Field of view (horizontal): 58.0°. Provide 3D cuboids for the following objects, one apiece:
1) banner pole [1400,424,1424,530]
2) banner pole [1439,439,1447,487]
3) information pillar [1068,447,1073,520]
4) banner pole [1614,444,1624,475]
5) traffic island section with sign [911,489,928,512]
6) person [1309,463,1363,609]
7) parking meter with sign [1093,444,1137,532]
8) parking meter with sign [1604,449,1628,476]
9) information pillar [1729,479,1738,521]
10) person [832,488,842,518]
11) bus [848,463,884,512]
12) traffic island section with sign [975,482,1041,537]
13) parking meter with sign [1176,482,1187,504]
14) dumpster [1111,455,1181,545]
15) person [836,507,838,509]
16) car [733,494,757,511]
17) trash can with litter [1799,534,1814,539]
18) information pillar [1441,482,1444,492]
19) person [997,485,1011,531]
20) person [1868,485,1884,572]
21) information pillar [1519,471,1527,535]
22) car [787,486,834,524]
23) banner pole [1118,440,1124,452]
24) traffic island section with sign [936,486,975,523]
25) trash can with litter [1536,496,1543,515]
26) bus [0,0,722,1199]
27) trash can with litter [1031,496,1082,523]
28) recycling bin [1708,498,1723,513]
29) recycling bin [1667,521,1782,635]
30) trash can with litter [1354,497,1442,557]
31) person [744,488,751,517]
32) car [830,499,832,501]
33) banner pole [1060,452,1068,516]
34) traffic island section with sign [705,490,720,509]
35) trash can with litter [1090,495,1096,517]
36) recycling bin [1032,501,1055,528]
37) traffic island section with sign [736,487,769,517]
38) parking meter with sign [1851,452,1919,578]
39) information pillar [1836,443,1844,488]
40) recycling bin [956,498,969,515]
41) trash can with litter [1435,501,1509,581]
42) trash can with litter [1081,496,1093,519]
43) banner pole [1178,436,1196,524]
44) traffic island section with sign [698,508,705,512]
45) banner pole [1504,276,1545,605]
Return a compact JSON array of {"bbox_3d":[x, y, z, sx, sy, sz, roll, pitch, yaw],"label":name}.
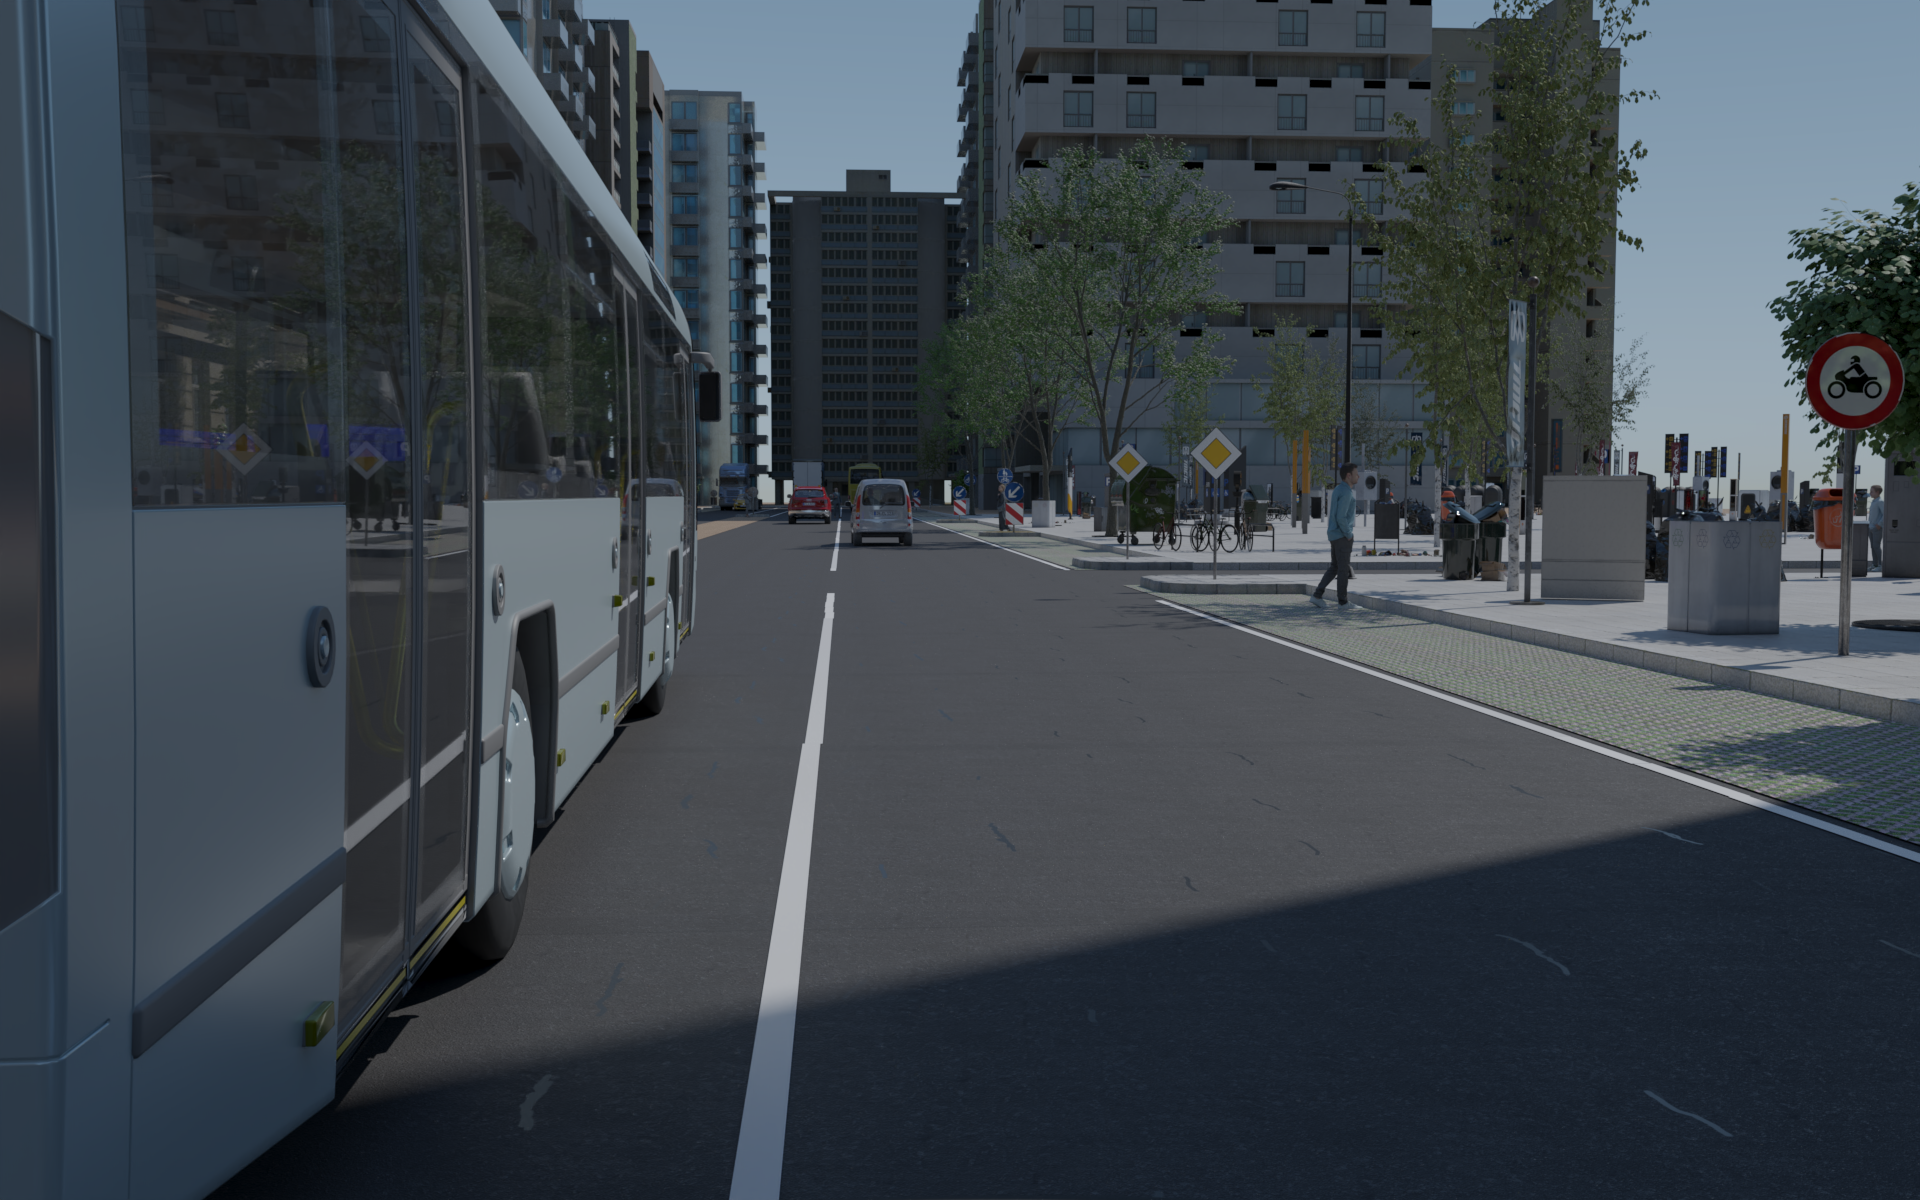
[{"bbox_3d":[16.098,-4.383,61.681,0.863,3.779,0.401,-1,4,-15],"label":"banner pole"},{"bbox_3d":[21.843,-5.405,78.387,0.401,3.779,0.863,-1,4,-12],"label":"banner pole"},{"bbox_3d":[5.513,-5.832,86.706,0.183,3.616,0.504,1,4,20],"label":"information pillar"},{"bbox_3d":[32.967,-5.914,86.706,0.863,3.779,0.401,-2,4,-30],"label":"banner pole"},{"bbox_3d":[-3.554,-7.759,135.486,1.989,1.847,2.006,0,4,-4],"label":"traffic island section with sign"},{"bbox_3d":[4.688,-0.798,21.568,0.620,1.820,0.660,0,4,-4],"label":"person"},{"bbox_3d":[5.300,-3.869,59.511,0.543,3.016,1.738,3,5,45],"label":"parking meter with sign"},{"bbox_3d":[25.908,-4.364,67.605,1.738,3.016,0.543,-1,4,-10],"label":"parking meter with sign"},{"bbox_3d":[37.199,-4.818,83.272,0.304,2.012,0.304,3,4,38],"label":"information pillar"},{"bbox_3d":[-7.413,-5.867,104.601,0.661,1.801,0.590,-2,4,-28],"label":"person"},{"bbox_3d":[-7.508,-8.999,138.680,2.896,3.916,12.252,0,4,-2],"label":"bus"},{"bbox_3d":[1.647,-3.051,58.505,1.989,1.847,2.006,0,4,-4],"label":"traffic island section with sign"},{"bbox_3d":[11.719,-6.088,95.792,1.738,3.016,0.543,1,4,16],"label":"parking meter with sign"},{"bbox_3d":[4.711,-2.536,43.953,1.502,2.255,1.985,0,4,-4],"label":"dumpster"},{"bbox_3d":[-12.110,-9.747,168.394,0.750,1.759,0.617,3,5,43],"label":"person"},{"bbox_3d":[-17.985,-8.257,145.219,2.015,1.641,3.980,0,4,-2],"label":"car"},{"bbox_3d":[24.902,-2.367,49.755,2.233,1.210,1.678,-1,4,-23],"label":"trash can with litter"},{"bbox_3d":[28.780,-6.030,103.074,0.304,2.012,0.304,2,4,32],"label":"information pillar"},{"bbox_3d":[1.568,-3.286,62.647,0.534,1.772,0.576,-1,4,-13],"label":"person"},{"bbox_3d":[16.973,-1.333,32.098,0.330,1.601,0.589,1,4,14],"label":"person"},{"bbox_3d":[17.582,-3.056,54.456,0.304,2.012,0.304,-2,4,-35],"label":"information pillar"},{"bbox_3d":[-7.278,-4.613,84.089,2.281,1.827,5.304,0,4,-4],"label":"car"},{"bbox_3d":[7.530,-5.574,81.145,0.401,3.779,0.863,-1,4,-14],"label":"banner pole"},{"bbox_3d":[-0.170,-4.706,85.573,1.989,1.847,2.006,0,4,-4],"label":"traffic island section with sign"},{"bbox_3d":[35.598,-5.706,104.349,2.233,1.210,1.678,3,4,39],"label":"trash can with litter"},{"bbox_3d":[-2.884,-0.825,8.341,2.948,3.499,13.247,0,4,-5],"label":"bus"},{"bbox_3d":[3.994,-3.972,76.007,2.233,1.210,1.678,-1,4,-8],"label":"trash can with litter"},{"bbox_3d":[46.951,-5.819,107.699,0.722,1.027,0.722,3,5,41],"label":"recycling bin"},{"bbox_3d":[7.099,-0.217,16.100,0.722,1.027,0.722,-1,4,-12],"label":"recycling bin"},{"bbox_3d":[9.193,-1.515,35.832,2.233,1.210,1.678,2,4,28],"label":"trash can with litter"},{"bbox_3d":[-12.900,-5.921,105.589,0.573,1.790,0.520,-3,5,-43],"label":"person"},{"bbox_3d":[-10.167,-6.846,123.735,2.131,1.459,4.920,0,4,-5],"label":"car"},{"bbox_3d":[6.302,-6.882,102.543,0.863,3.779,0.401,-3,5,-40],"label":"banner pole"},{"bbox_3d":[-22.955,-9.376,161.924,1.989,1.847,2.006,0,4,-4],"label":"traffic island section with sign"},{"bbox_3d":[7.187,-5.204,96.150,1.678,1.210,2.233,-2,4,-34],"label":"trash can with litter"},{"bbox_3d":[3.205,-3.292,66.377,0.722,1.027,0.722,2,4,24],"label":"recycling bin"},{"bbox_3d":[-12.912,-6.098,107.839,2.006,1.907,1.989,0,4,-4],"label":"traffic island section with sign"},{"bbox_3d":[14.525,-1.851,26.527,1.738,3.016,0.543,2,4,27],"label":"parking meter with sign"},{"bbox_3d":[35.673,-4.808,69.959,0.504,3.616,0.183,1,4,9],"label":"information pillar"},{"bbox_3d":[0.204,-5.714,105.975,0.722,1.027,0.722,-1,4,-16],"label":"recycling bin"},{"bbox_3d":[7.702,-0.885,25.860,1.055,1.170,0.624,2,4,34],"label":"trash can with litter"},{"bbox_3d":[6.590,-4.775,89.461,0.624,1.170,1.055,0,4,0],"label":"trash can with litter"},{"bbox_3d":[9.706,-5.219,75.351,0.863,3.779,0.401,-3,4,-36],"label":"banner pole"},{"bbox_3d":[-21.098,-7.696,134.457,1.989,1.847,2.006,0,4,-4],"label":"traffic island section with sign"},{"bbox_3d":[6.441,-1.825,19.859,0.401,3.779,0.863,3,5,42],"label":"banner pole"}]
